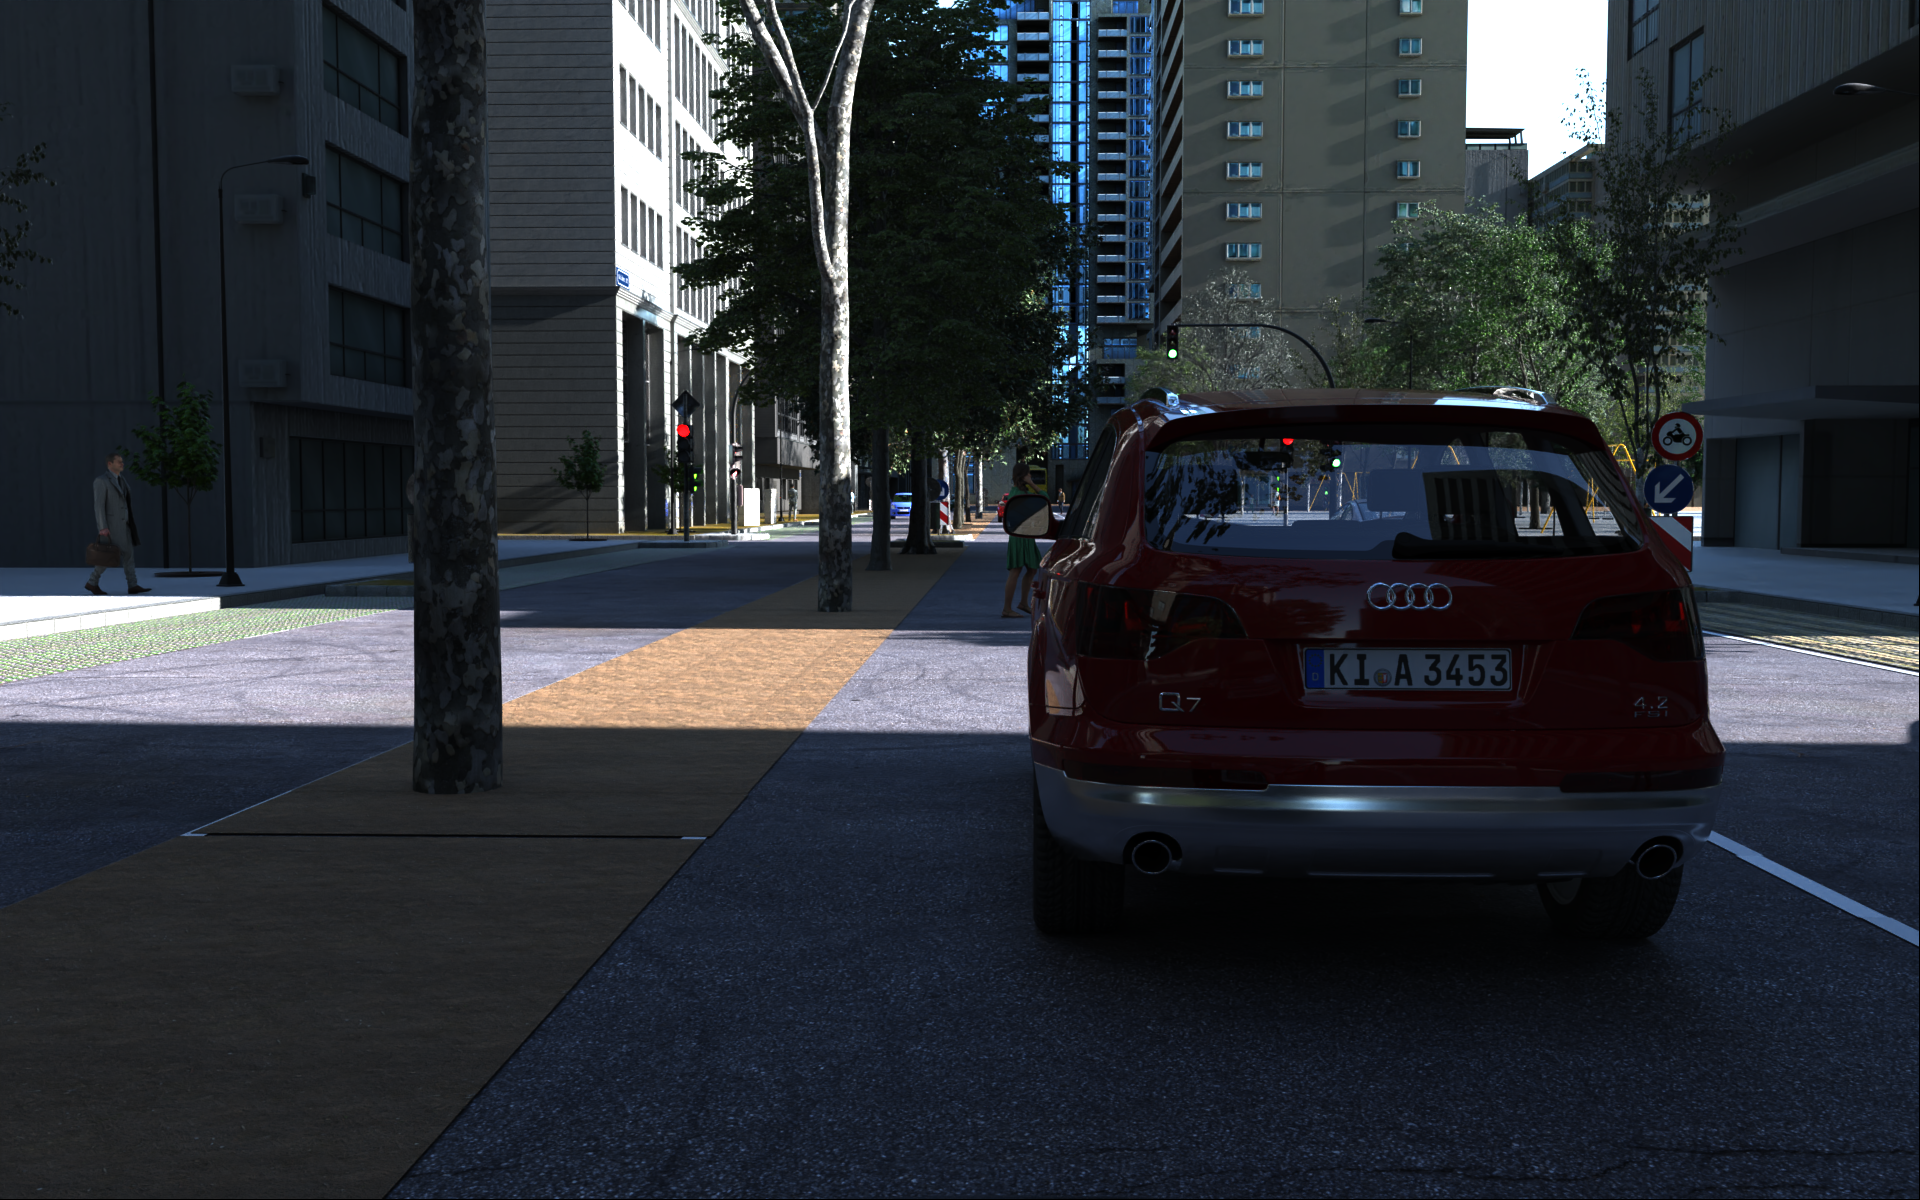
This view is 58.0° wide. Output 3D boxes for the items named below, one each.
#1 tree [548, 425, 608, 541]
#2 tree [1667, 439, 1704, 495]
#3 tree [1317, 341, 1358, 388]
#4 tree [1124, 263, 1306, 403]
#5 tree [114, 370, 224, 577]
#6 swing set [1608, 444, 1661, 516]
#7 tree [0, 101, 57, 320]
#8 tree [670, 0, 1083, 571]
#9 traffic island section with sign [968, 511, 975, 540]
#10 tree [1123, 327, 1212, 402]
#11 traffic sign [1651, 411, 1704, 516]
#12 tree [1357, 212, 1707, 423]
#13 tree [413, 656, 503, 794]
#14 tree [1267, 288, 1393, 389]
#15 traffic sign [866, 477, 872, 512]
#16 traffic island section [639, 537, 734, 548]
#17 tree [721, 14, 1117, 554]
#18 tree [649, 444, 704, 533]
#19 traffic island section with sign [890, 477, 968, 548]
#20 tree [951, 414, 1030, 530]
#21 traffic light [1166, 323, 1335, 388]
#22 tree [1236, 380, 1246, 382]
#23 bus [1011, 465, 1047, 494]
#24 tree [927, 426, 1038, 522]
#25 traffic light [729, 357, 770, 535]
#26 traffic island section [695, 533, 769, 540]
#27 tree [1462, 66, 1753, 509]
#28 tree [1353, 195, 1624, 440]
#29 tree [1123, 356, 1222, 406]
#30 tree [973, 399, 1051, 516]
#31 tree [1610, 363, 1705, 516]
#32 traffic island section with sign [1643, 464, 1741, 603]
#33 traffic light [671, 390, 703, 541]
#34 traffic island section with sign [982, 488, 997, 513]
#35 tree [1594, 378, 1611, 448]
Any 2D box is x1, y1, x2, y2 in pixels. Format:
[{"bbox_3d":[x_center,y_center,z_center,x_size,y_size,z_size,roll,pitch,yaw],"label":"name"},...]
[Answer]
[{"bbox_3d":[-10.196,-3.246,47.678,1.663,3.219,1.824,0,3,0],"label":"tree"},{"bbox_3d":[57.257,-9.181,113.023,20.602,7.101,11.467,1,4,21],"label":"tree"},{"bbox_3d":[26.164,-10.918,104.258,9.928,11.665,9.643,0,3,0],"label":"tree"},{"bbox_3d":[13.784,-11.103,91.910,12.009,13.543,11.850,0,3,0],"label":"tree"},{"bbox_3d":[-12.050,-1.993,27.183,1.663,3.219,1.824,0,3,0],"label":"tree"},{"bbox_3d":[20.541,-3.545,55.581,2.862,2.851,3.119,0,4,-2],"label":"swing set"},{"bbox_3d":[-14.308,-4.437,22.902,4.360,8.622,3.978,0,3,0],"label":"tree"},{"bbox_3d":[-1.579,-6.841,32.430,7.486,12.596,7.792,0,3,0],"label":"tree"},{"bbox_3d":[-0.634,-2.831,54.419,2.006,1.907,1.989,0,4,2],"label":"traffic island section with sign"},{"bbox_3d":[14.615,-12.146,116.717,7.486,12.596,7.792,0,3,0],"label":"tree"},{"bbox_3d":[11.060,-1.631,26.781,0.768,2.556,0.104,1,4,10],"label":"traffic sign"},{"bbox_3d":[21.061,-8.386,62.872,9.928,11.665,9.643,0,3,0],"label":"tree"},{"bbox_3d":[-3.622,-9.195,8.692,12.611,20.169,13.585,0,3,0],"label":"tree"},{"bbox_3d":[13.425,-6.826,61.970,4.360,8.622,3.978,0,3,0],"label":"tree"},{"bbox_3d":[-6.539,-7.760,126.975,0.768,2.556,0.104,0,4,3],"label":"traffic sign"},{"bbox_3d":[-7.436,-1.511,46.992,2.009,0.180,2.903,0,4,2],"label":"traffic island section"},{"bbox_3d":[-0.975,-7.436,41.043,9.611,12.733,9.660,0,3,0],"label":"tree"},{"bbox_3d":[-9.292,-3.881,58.059,1.663,3.219,1.824,0,3,0],"label":"tree"},{"bbox_3d":[-0.881,-2.378,47.016,2.006,1.907,1.989,0,4,2],"label":"traffic island section with sign"},{"bbox_3d":[0.122,-9.301,80.287,9.928,11.665,9.643,0,3,0],"label":"tree"},{"bbox_3d":[7.863,-4.378,46.243,4.771,5.953,1.251,0,4,2],"label":"traffic light"},{"bbox_3d":[17.942,-9.709,109.104,4.360,8.622,3.978,0,3,0],"label":"tree"},{"bbox_3d":[5.870,-9.442,145.928,2.896,3.916,12.252,0,4,1],"label":"bus"},{"bbox_3d":[0.459,-9.316,89.178,8.767,10.594,7.601,0,4,2],"label":"tree"},{"bbox_3d":[-5.046,-4.901,54.805,4.771,5.953,1.251,0,4,2],"label":"traffic light"},{"bbox_3d":[-7.180,-2.000,54.973,2.009,0.180,2.903,0,4,2],"label":"traffic island section"},{"bbox_3d":[11.317,-4.820,29.176,4.360,8.622,3.978,0,3,0],"label":"tree"},{"bbox_3d":[21.769,-10.244,74.148,9.857,13.997,8.962,0,3,0],"label":"tree"},{"bbox_3d":[15.297,-12.231,125.734,9.928,11.665,9.643,0,3,0],"label":"tree"},{"bbox_3d":[1.261,-12.362,114.942,12.009,13.543,11.850,0,3,0],"label":"tree"},{"bbox_3d":[39.696,-9.054,98.394,4.737,8.622,4.395,0,3,0],"label":"tree"},{"bbox_3d":[9.277,-0.920,23.666,1.989,1.847,2.006,0,4,2],"label":"traffic island section with sign"},{"bbox_3d":[-7.396,-3.543,46.856,0.839,4.253,0.868,0,4,2],"label":"traffic light"},{"bbox_3d":[1.767,-7.424,129.520,2.006,1.907,1.989,0,4,2],"label":"traffic island section with sign"},{"bbox_3d":[39.679,-9.396,103.994,4.737,8.622,4.395,0,3,0],"label":"tree"}]
